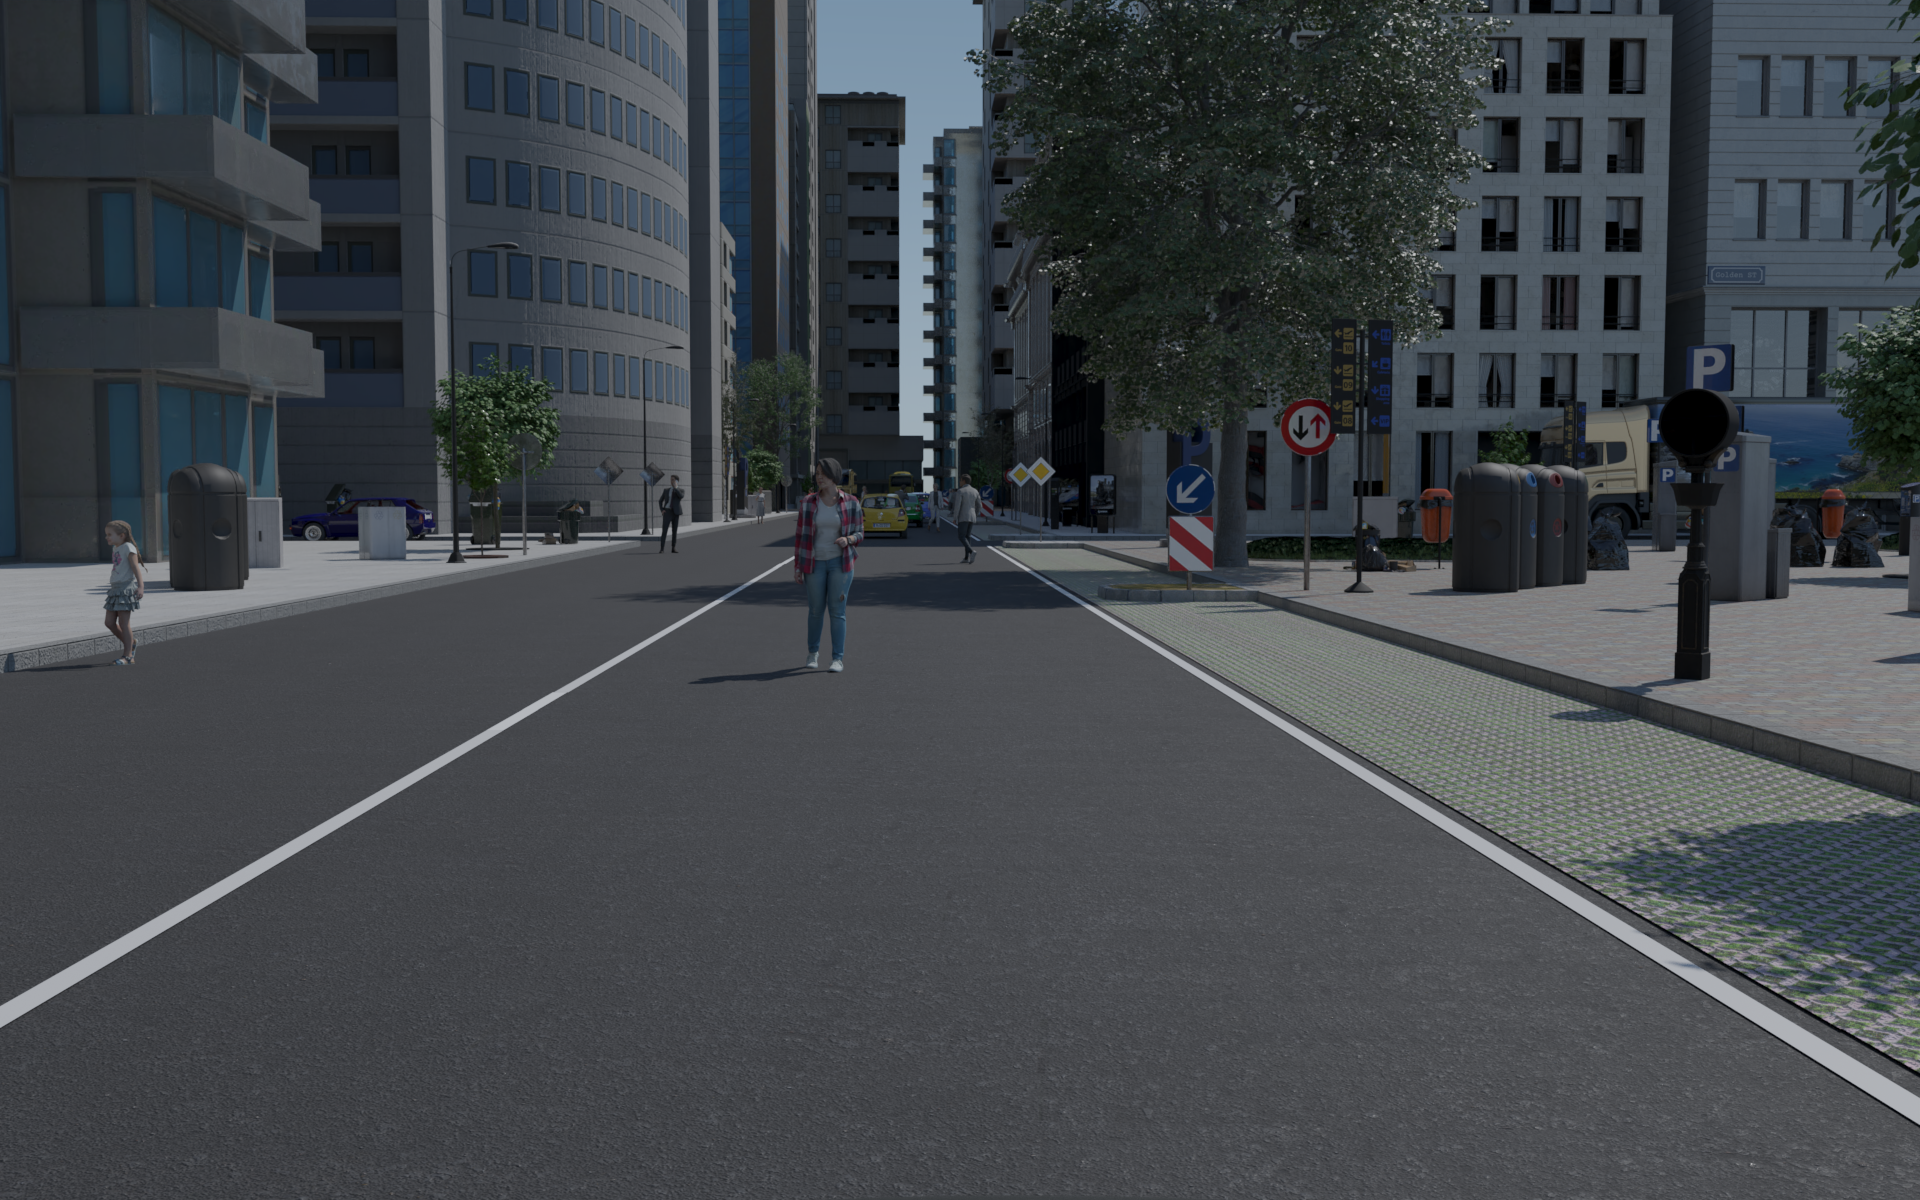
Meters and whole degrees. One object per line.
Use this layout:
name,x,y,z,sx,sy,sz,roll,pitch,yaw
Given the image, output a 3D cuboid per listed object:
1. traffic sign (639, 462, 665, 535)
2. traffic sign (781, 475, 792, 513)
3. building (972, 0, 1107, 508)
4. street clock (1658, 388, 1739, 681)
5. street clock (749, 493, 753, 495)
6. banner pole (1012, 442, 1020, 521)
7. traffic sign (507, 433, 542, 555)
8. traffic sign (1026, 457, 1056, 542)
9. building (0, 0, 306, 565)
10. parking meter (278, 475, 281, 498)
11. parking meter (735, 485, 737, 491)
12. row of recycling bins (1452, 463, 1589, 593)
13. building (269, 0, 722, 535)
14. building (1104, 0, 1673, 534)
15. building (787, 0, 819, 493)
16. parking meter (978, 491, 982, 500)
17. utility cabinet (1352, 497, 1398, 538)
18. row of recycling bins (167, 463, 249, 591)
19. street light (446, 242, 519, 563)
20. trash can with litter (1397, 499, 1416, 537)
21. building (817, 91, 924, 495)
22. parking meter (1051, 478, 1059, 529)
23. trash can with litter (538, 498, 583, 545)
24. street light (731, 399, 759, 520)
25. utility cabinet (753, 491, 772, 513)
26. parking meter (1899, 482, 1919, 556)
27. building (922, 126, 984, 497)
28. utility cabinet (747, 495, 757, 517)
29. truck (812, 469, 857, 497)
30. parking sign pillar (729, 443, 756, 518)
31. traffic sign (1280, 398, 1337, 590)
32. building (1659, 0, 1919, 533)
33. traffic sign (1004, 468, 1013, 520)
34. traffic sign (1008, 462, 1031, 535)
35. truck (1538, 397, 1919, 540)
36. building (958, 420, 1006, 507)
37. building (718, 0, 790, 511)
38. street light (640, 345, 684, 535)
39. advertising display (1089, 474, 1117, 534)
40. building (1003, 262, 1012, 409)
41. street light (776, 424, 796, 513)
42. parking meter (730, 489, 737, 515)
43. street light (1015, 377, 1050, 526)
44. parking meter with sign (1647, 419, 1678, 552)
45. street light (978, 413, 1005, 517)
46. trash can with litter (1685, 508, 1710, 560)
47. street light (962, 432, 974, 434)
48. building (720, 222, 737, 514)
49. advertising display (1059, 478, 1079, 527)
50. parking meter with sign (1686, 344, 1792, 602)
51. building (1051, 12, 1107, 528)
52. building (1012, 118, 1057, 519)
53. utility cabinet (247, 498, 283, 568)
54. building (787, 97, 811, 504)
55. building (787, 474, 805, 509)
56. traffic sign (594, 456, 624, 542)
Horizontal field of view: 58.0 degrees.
traffic sign,-9.589,-3.079,53.990,0.795,2.450,0.064,0,4,-2
traffic sign,-11.772,-7.185,117.576,0.768,2.556,0.104,0,4,-1
building,16.028,-34.890,159.686,28.713,52.752,27.495,0,4,-2
street clock,5.089,-0.453,11.979,0.471,2.002,0.358,3,5,40
street clock,-13.893,-6.780,115.420,0.471,2.002,0.358,-1,4,-17
banner pole,2.633,-5.724,83.612,0.401,3.779,0.863,1,4,18
traffic sign,-9.120,-2.209,36.227,0.768,2.556,0.104,0,3,0
traffic sign,2.162,-2.613,46.365,0.795,2.450,0.064,0,4,-2
building,-28.848,-25.125,30.395,30.456,49.044,23.786,0,4,-2
parking meter,-17.712,-2.380,44.629,0.399,1.863,0.255,-1,4,-12
parking meter,-13.728,-6.160,106.421,0.399,1.863,0.255,1,4,13
row of recycling bins,7.729,-1.028,23.915,1.069,1.692,3.534,3,4,38
building,-21.394,-32.089,66.659,21.231,58.520,28.212,0,4,-2
building,14.045,-12.567,60.224,16.860,20.320,10.420,0,4,-2
building,-26.560,-46.144,192.709,20.611,71.187,20.563,0,4,-2
parking meter,1.399,-7.108,124.618,0.372,1.533,0.369,0,3,0
utility cabinet,9.637,-1.778,40.225,1.020,1.237,0.306,1,4,14
row of recycling bins,-10.599,-1.059,24.431,1.069,1.692,3.534,-1,4,-21
street light,-8.840,-3.642,32.090,1.470,5.913,1.316,0,4,-2
trash can with litter,10.858,-1.945,43.193,0.624,1.170,1.055,-2,4,-28
building,-18.680,-39.022,227.247,27.495,52.752,28.713,0,4,-2
parking meter,3.448,-3.495,62.855,0.255,1.863,0.399,1,4,12
trash can with litter,-10.172,-2.002,44.122,1.055,1.170,0.624,-2,4,-33
street light,-10.487,-6.849,84.514,1.470,5.913,1.316,0,4,-2
utility cabinet,-13.091,-6.490,114.796,1.173,1.500,0.318,-2,4,-26
parking meter,19.832,-1.697,36.161,0.372,1.533,0.369,0,3,0
building,10.376,-37.050,225.377,30.456,49.044,23.786,0,4,-2
utility cabinet,-12.056,-5.351,98.647,1.020,1.237,0.306,-3,5,-41
truck,-9.644,-8.591,136.388,3.469,3.379,9.791,0,4,-1
parking sign pillar,-11.649,-6.372,92.662,1.447,3.967,1.447,0,4,1
traffic sign,4.624,-1.402,23.032,0.768,2.556,0.104,0,4,0
building,38.441,-17.335,60.925,29.804,29.767,11.434,0,4,-2
traffic sign,2.570,-5.229,85.597,0.768,2.556,0.104,0,4,-2
traffic sign,1.900,-3.101,54.346,0.795,2.450,0.064,0,4,-2
truck,22.271,-3.808,51.167,11.283,4.237,2.839,0,4,-1
building,11.390,-53.519,187.712,22.319,86.520,31.000,0,4,-2
building,-20.762,-29.674,135.286,14.600,45.320,14.200,0,4,-2
street light,-9.313,-4.993,54.179,1.470,5.913,1.316,0,4,-2
advertising display,4.660,-3.135,56.472,0.974,1.923,0.123,3,4,38
building,10.276,-16.888,117.915,13.314,21.916,24.055,0,4,-2
street light,-11.547,-8.704,114.853,1.470,5.913,1.316,0,4,-2
parking meter,-12.529,-5.340,95.719,0.372,1.533,0.369,0,3,0
street light,2.870,-5.878,68.651,1.470,5.913,1.316,0,4,-2
parking meter with sign,16.010,-2.638,39.387,0.543,3.016,1.738,1,4,13
street light,1.896,-7.734,98.993,1.470,5.913,1.316,0,4,-2
trash can with litter,10.914,-0.856,25.382,0.624,1.170,1.055,1,4,18
street light,0.846,-9.590,129.332,1.470,5.913,1.316,0,4,-2
building,-28.734,-15.842,104.055,27.650,21.520,28.899,0,4,-2
advertising display,4.213,-3.854,68.227,0.974,1.923,0.123,0,4,-8
parking meter with sign,9.427,-1.505,20.868,1.738,3.016,0.543,-3,4,-39
building,10.717,-14.908,73.424,12.332,23.373,15.834,0,4,-2
building,10.360,-15.387,93.376,13.314,21.916,24.055,0,4,-2
utility cabinet,-12.331,-1.157,30.086,1.020,1.237,0.306,-1,4,-10
building,-22.436,-29.978,173.740,14.154,41.232,14.086,0,4,-2
building,-30.338,-28.290,154.422,32.217,40.220,23.993,0,4,-2
traffic sign,-9.326,-2.591,46.009,0.795,2.450,0.064,0,4,-2
